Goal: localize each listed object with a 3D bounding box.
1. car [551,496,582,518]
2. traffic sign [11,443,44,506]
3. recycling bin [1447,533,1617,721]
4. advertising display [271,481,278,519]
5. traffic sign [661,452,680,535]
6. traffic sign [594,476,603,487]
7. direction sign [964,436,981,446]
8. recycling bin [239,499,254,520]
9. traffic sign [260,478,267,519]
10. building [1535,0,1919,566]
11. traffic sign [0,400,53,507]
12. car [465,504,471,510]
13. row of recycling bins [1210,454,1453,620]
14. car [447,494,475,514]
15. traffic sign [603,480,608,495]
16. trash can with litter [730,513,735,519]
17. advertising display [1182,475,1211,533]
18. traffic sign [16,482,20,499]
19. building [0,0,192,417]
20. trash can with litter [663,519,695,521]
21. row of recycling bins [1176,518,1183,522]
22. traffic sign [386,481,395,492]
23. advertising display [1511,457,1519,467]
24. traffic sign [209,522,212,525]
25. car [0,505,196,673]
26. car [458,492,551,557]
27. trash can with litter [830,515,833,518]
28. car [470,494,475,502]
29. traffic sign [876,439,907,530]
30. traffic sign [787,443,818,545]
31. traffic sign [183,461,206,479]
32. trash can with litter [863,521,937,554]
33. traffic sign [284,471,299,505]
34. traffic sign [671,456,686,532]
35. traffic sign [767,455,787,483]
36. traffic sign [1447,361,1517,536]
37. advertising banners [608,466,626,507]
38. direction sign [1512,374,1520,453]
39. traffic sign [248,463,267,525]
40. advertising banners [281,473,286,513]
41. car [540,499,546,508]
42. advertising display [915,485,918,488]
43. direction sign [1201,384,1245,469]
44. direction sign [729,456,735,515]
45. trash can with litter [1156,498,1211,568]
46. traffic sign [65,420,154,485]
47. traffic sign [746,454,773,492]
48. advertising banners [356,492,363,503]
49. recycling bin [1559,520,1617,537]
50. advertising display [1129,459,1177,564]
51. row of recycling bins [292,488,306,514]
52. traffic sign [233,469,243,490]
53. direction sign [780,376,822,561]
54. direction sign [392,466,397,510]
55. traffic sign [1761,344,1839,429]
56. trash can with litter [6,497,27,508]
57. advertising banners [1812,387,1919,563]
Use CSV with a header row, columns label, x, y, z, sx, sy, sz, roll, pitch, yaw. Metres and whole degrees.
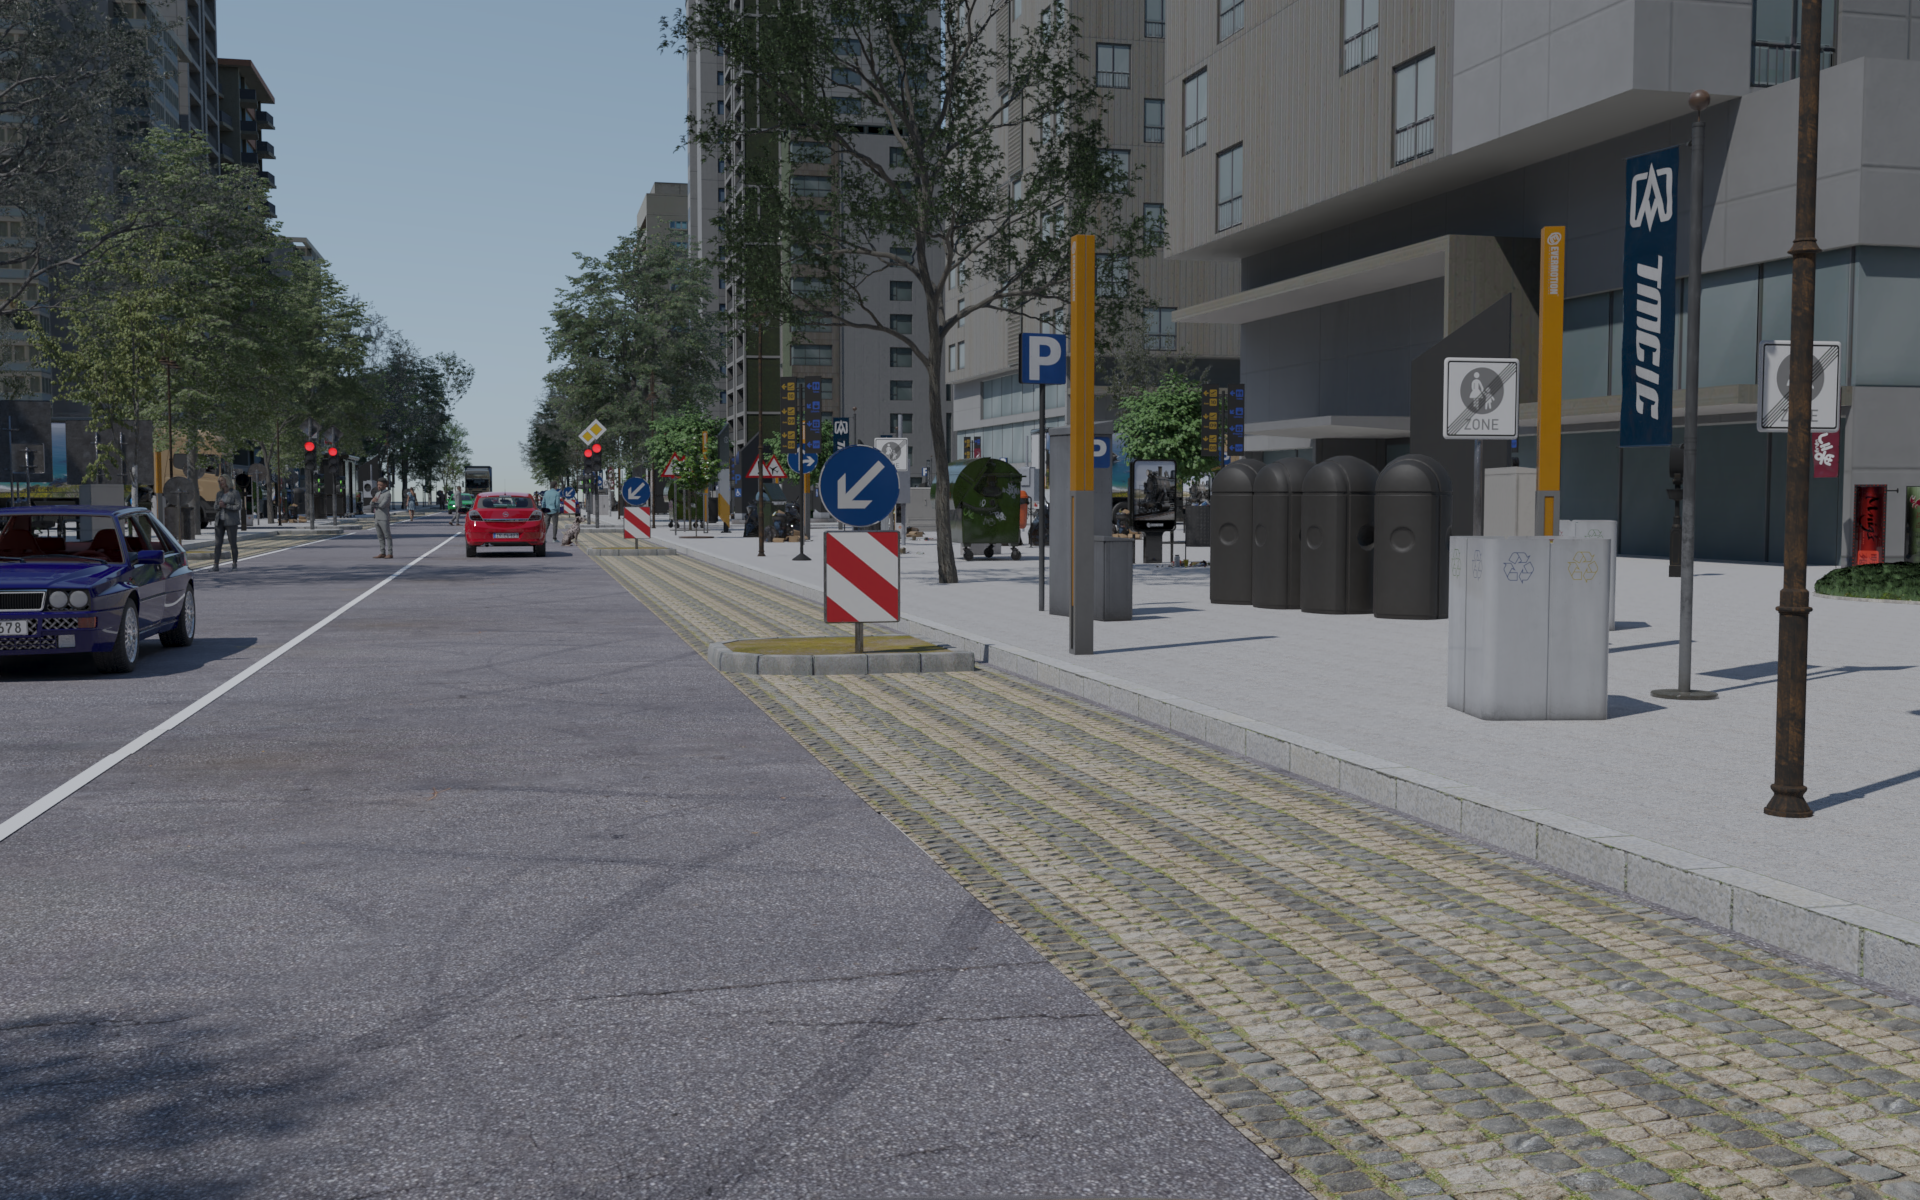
label,x,y,z,sx,sy,sz,roll,pitch,yaw
car,-23.683,-5.589,103.961,1.945,1.354,3.894,-1,4,-14
traffic sign,-18.697,-1.997,34.774,0.606,2.300,0.079,-1,4,-9
recycling bin,3.313,0.148,10.130,0.722,1.027,0.722,0,4,-2
advertising display,-38.023,-5.561,96.136,0.123,1.923,0.974,-2,4,-33
traffic sign,-8.806,-3.276,53.573,0.884,2.594,0.081,-1,4,-9
traffic sign,-24.731,-7.221,118.162,0.768,2.556,0.104,0,4,-5
direction sign,0.485,-4.661,68.209,0.876,3.537,0.379,3,5,42
recycling bin,-35.244,-4.445,85.231,0.722,1.027,0.722,-3,5,-40
traffic sign,-36.290,-5.440,90.125,0.795,2.450,0.064,-1,4,-9
building,22.573,-27.820,44.104,28.713,52.752,27.495,-1,4,-14
traffic sign,-20.846,-2.663,37.419,2.265,3.308,0.079,-1,4,-14
car,-16.694,-3.086,62.261,2.131,1.459,4.920,-1,4,-15
row of recycling bins,4.003,-0.735,19.135,1.069,1.692,3.534,-2,4,-30
car,-35.510,-7.001,123.258,1.959,1.807,4.718,-1,4,-15
traffic sign,-25.354,-7.465,124.189,0.606,2.300,0.079,-1,4,-14
trash can with litter,-11.349,-4.738,88.854,1.055,1.170,0.624,-1,4,-13
advertising display,7.737,-3.152,56.742,0.974,1.923,0.123,2,4,32
traffic sign,-25.345,-2.850,46.607,0.884,2.594,0.081,-1,4,-10
building,-69.315,-26.334,122.443,32.217,40.220,23.993,-1,4,-14
trash can with litter,-13.521,-4.466,84.069,2.233,1.210,1.678,-3,4,-37
row of recycling bins,9.969,-4.465,80.123,1.069,1.692,3.534,-2,4,-31
traffic sign,-46.938,-8.718,142.550,0.884,2.594,0.081,-1,4,-11
advertising display,9.636,-1.552,30.588,0.123,1.923,0.974,0,4,-1
traffic sign,-30.725,-4.332,70.929,0.768,2.556,0.104,0,4,-8
car,-7.772,-0.140,14.863,1.945,1.354,3.894,-1,4,-14
car,-10.724,-1.943,40.811,2.155,1.783,4.494,-1,4,-15
trash can with litter,-7.000,-5.333,98.580,0.624,1.170,1.055,0,4,6
car,-42.247,-8.329,148.178,2.014,1.417,4.499,-1,4,-13
traffic sign,-1.257,-1.808,31.692,0.606,2.300,0.079,0,4,-5
traffic sign,-3.945,-2.652,43.459,0.768,2.556,0.104,0,4,-6
traffic sign,-27.251,-3.764,61.655,0.768,2.556,0.104,-1,4,-12
trash can with litter,-1.725,-1.614,37.440,1.678,1.210,2.233,-3,5,-44
traffic sign,-36.963,-5.851,95.775,0.768,2.556,0.104,-1,4,-13
traffic sign,-9.330,-3.584,58.595,0.884,2.594,0.081,0,4,-8
traffic sign,-6.127,-3.490,57.072,0.884,2.594,0.081,0,4,-7
traffic sign,3.922,-0.673,13.129,0.606,2.300,0.079,-1,4,-12
advertising banners,-21.096,-6.862,108.377,2.074,3.025,0.090,0,4,4
direction sign,10.362,-2.511,33.053,0.379,3.537,0.876,-1,4,-19
traffic sign,-28.874,-4.349,71.214,0.768,2.556,0.104,-1,4,-9
advertising banners,-44.226,-7.155,113.172,0.090,3.025,2.074,-1,4,-14
car,-35.690,-8.476,151.160,1.945,1.354,3.894,-1,4,-14
advertising display,-3.030,-7.045,120.403,0.123,1.923,0.974,0,4,6
direction sign,5.402,-2.669,35.632,0.876,3.537,0.379,0,4,-1
direction sign,-13.711,-6.832,103.704,0.379,3.537,0.876,-3,4,-37
trash can with litter,4.631,-1.196,30.610,2.233,1.210,1.678,1,4,10
traffic sign,-23.292,-3.278,47.466,2.265,3.308,0.079,0,4,-6
traffic sign,-6.518,-3.440,56.241,0.884,2.594,0.081,0,4,-8
advertising banners,-40.370,-7.197,113.863,2.074,3.025,0.090,-1,4,-11
recycling bin,5.869,-0.247,16.589,0.722,1.027,0.722,1,4,16
advertising display,3.568,-1.639,32.005,0.974,1.923,0.123,-2,4,-28
row of recycling bins,-42.248,-6.368,111.223,1.069,1.692,3.534,-1,4,-9
traffic sign,-29.389,-4.165,70.226,0.606,2.300,0.079,-1,4,-9
direction sign,-3.057,-2.530,33.358,0.876,3.537,0.379,1,4,22
direction sign,-46.318,-9.153,141.652,0.379,3.537,0.876,0,4,-4
traffic sign,5.608,-0.583,11.663,0.606,2.300,0.079,-1,4,-11
trash can with litter,-26.419,-2.337,49.275,1.678,1.210,2.233,-1,4,-12
advertising banners,14.693,-1.938,27.874,2.074,3.025,0.090,3,5,45
